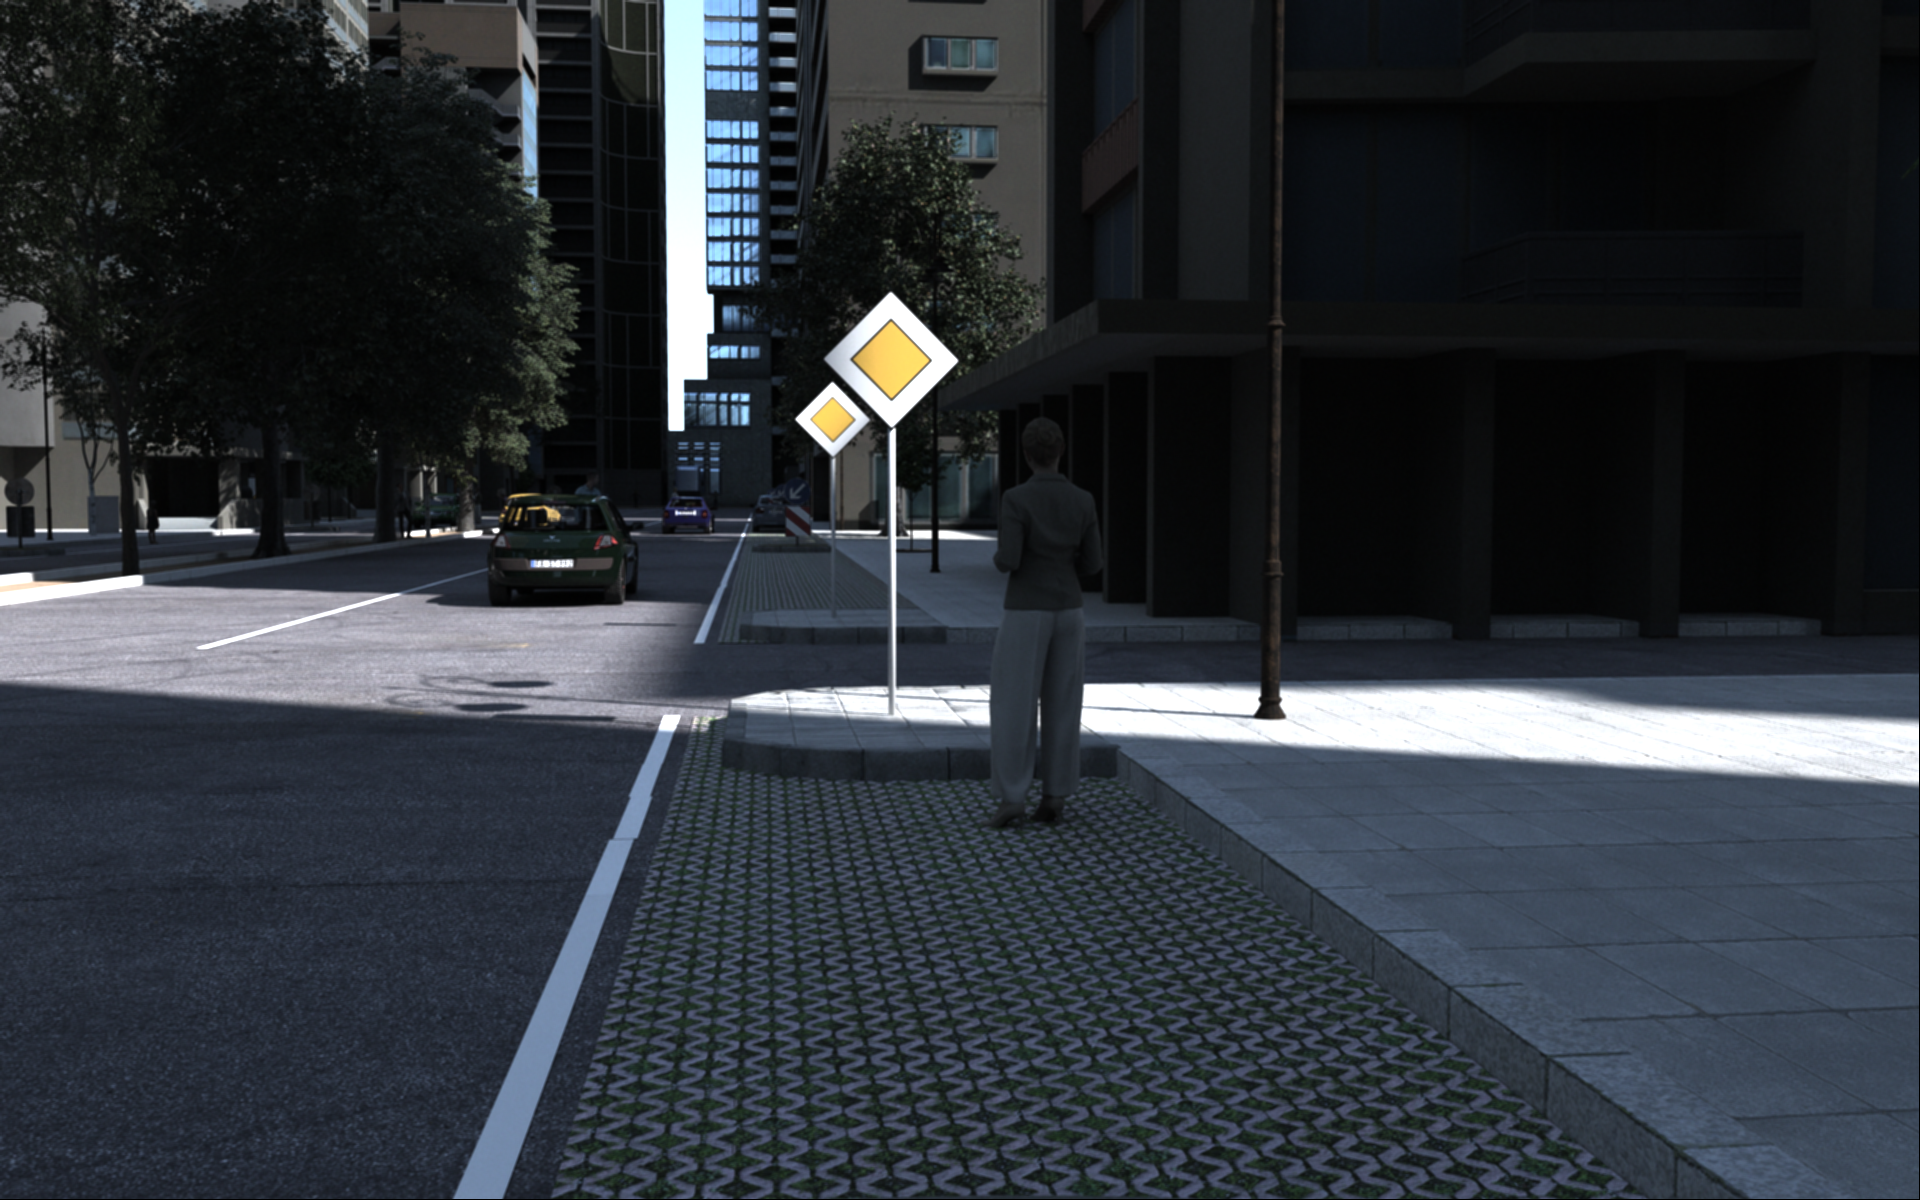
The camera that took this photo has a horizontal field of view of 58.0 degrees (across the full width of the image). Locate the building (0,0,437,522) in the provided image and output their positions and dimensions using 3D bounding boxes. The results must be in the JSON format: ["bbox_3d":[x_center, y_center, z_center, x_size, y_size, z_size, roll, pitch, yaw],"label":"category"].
[{"bbox_3d":[-47.874,-24.951,99.827,32.217,40.220,23.993,0,4,-7],"label":"building"}]

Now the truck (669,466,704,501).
[{"bbox_3d":[-25.213,-10.374,159.366,2.967,4.110,18.799,0,4,-7],"label":"truck"}]

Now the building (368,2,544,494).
[{"bbox_3d":[-46.084,-31.002,156.987,14.200,45.320,14.600,0,4,-7],"label":"building"}]

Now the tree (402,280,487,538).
[{"bbox_3d":[-17.236,-6.303,55.870,4.737,8.622,4.395,0,3,0],"label":"tree"}]

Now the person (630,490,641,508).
[{"bbox_3d":[-32.320,-10.039,172.667,1.348,1.821,0.705,-2,4,-35],"label":"person"}]

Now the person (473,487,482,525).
[{"bbox_3d":[-22.480,-4.374,80.561,0.362,1.759,0.519,-3,5,-41],"label":"person"}]

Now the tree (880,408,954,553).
[{"bbox_3d":[-0.947,-2.681,38.442,1.663,3.219,1.824,0,3,0],"label":"tree"}]

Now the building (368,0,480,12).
[{"bbox_3d":[-62.249,-45.374,180.117,20.611,71.187,20.563,0,4,-7],"label":"building"}]

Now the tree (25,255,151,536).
[{"bbox_3d":[-26.552,-6.278,53.001,4.360,8.622,3.978,0,3,0],"label":"tree"}]

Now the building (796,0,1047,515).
[{"bbox_3d":[-1.841,-31.320,135.784,21.300,48.544,21.600,0,4,-7],"label":"building"}]

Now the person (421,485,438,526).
[{"bbox_3d":[-23.523,-4.167,76.736,0.767,1.812,0.694,2,4,28],"label":"person"}]

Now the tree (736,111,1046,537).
[{"bbox_3d":[-1.944,-8.254,51.963,9.611,12.733,9.660,0,3,0],"label":"tree"}]

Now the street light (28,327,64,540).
[{"bbox_3d":[-25.384,-4.608,48.135,0.468,5.910,1.993,0,4,-7],"label":"street light"}]

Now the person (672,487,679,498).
[{"bbox_3d":[-14.598,-4.873,88.534,0.624,1.780,0.694,-2,4,-29],"label":"person"}]

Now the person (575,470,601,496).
[{"bbox_3d":[-6.398,-1.318,29.908,0.638,1.841,0.748,-2,4,-30],"label":"person"}]

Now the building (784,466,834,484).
[{"bbox_3d":[-5.641,-43.928,156.479,20.563,71.187,20.611,0,4,-7],"label":"building"}]

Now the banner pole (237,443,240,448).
[{"bbox_3d":[-35.593,-5.846,85.594,0.401,3.779,0.863,-2,4,-26],"label":"banner pole"}]

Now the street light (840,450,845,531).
[{"bbox_3d":[-4.129,-5.363,60.471,0.468,5.910,1.993,0,4,-7],"label":"street light"}]

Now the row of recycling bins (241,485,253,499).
[{"bbox_3d":[-35.731,-4.656,83.238,3.534,1.692,1.069,0,4,2],"label":"row of recycling bins"}]

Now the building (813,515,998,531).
[{"bbox_3d":[4.837,-27.354,70.939,21.300,48.544,21.600,0,4,-7],"label":"building"}]

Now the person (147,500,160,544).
[{"bbox_3d":[-23.192,-2.238,49.766,0.362,1.253,0.373,1,4,20],"label":"person"}]

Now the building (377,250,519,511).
[{"bbox_3d":[-48.564,-17.239,126.890,27.650,21.520,28.899,0,4,-7],"label":"building"}]

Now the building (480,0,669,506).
[{"bbox_3d":[-41.633,-45.444,181.254,20.611,71.187,20.563,0,4,-7],"label":"building"}]

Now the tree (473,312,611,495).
[{"bbox_3d":[-19.303,-8.452,75.067,8.767,10.594,7.601,0,4,-7],"label":"tree"}]

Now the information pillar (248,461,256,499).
[{"bbox_3d":[-36.503,-5.990,89.286,0.183,3.616,0.504,1,4,13],"label":"information pillar"}]

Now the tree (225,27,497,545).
[{"bbox_3d":[-16.210,-8.519,48.393,9.857,13.997,8.962,0,3,0],"label":"tree"}]

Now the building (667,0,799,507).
[{"bbox_3d":[-15.454,-53.399,185.749,31.000,86.520,22.319,0,4,-7],"label":"building"}]

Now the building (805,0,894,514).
[{"bbox_3d":[0.636,-34.769,110.474,21.231,58.520,28.212,0,4,-7],"label":"building"}]

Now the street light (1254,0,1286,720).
[{"bbox_3d":[1.777,-2.261,9.751,0.468,5.910,1.993,0,4,-7],"label":"street light"}]

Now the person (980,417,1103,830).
[{"bbox_3d":[0.341,0.096,7.479,0.519,1.759,0.362,-2,4,-25],"label":"person"}]

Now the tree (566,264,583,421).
[{"bbox_3d":[-18.380,-9.475,64.022,9.857,13.997,8.962,0,3,0],"label":"tree"}]

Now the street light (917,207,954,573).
[{"bbox_3d":[-0.406,-3.389,28.206,0.468,5.910,1.993,0,4,-7],"label":"street light"}]

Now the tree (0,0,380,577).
[{"bbox_3d":[-13.880,-5.635,29.000,8.767,10.594,7.601,0,4,-7],"label":"tree"}]

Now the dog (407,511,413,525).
[{"bbox_3d":[-25.263,-3.875,80.200,0.800,0.831,0.513,-1,4,-21],"label":"dog"}]

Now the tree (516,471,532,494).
[{"bbox_3d":[-36.553,-9.184,144.758,1.663,3.219,1.824,0,3,0],"label":"tree"}]

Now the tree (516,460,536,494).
[{"bbox_3d":[-37.908,-10.075,148.445,4.285,4.588,4.351,0,3,0],"label":"tree"}]

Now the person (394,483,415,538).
[{"bbox_3d":[-17.890,-2.880,55.771,0.592,1.802,0.473,-1,4,-23],"label":"person"}]

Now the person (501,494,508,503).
[{"bbox_3d":[-25.615,-5.280,98.063,0.697,1.427,0.421,-1,4,-10],"label":"person"}]

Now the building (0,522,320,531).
[{"bbox_3d":[-43.390,-22.900,66.293,32.217,40.220,23.993,0,4,-7],"label":"building"}]

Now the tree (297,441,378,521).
[{"bbox_3d":[-31.308,-6.402,88.383,4.285,4.588,4.351,0,3,0],"label":"tree"}]

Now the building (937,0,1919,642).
[{"bbox_3d":[14.330,-22.735,26.342,28.867,44.769,22.147,0,4,-7],"label":"building"}]

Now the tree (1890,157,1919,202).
[{"bbox_3d":[3.559,-0.598,4.372,1.663,3.219,1.824,0,3,0],"label":"tree"}]

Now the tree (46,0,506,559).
[{"bbox_3d":[-15.288,-7.265,38.253,9.611,12.733,9.660,0,3,0],"label":"tree"}]

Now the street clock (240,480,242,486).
[{"bbox_3d":[-34.124,-4.718,81.717,0.471,2.002,0.358,2,4,29],"label":"street clock"}]

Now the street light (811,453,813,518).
[{"bbox_3d":[-7.916,-7.314,92.374,0.468,5.910,1.993,0,4,-7],"label":"street light"}]

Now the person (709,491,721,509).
[{"bbox_3d":[-21.788,-8.863,154.137,1.217,1.735,0.721,1,4,20],"label":"person"}]

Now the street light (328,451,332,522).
[{"bbox_3d":[-29.002,-6.530,79.555,0.468,5.910,1.993,0,4,-7],"label":"street light"}]

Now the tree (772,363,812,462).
[{"bbox_3d":[-7.083,-8.315,86.317,4.737,8.622,4.395,0,3,0],"label":"tree"}]
